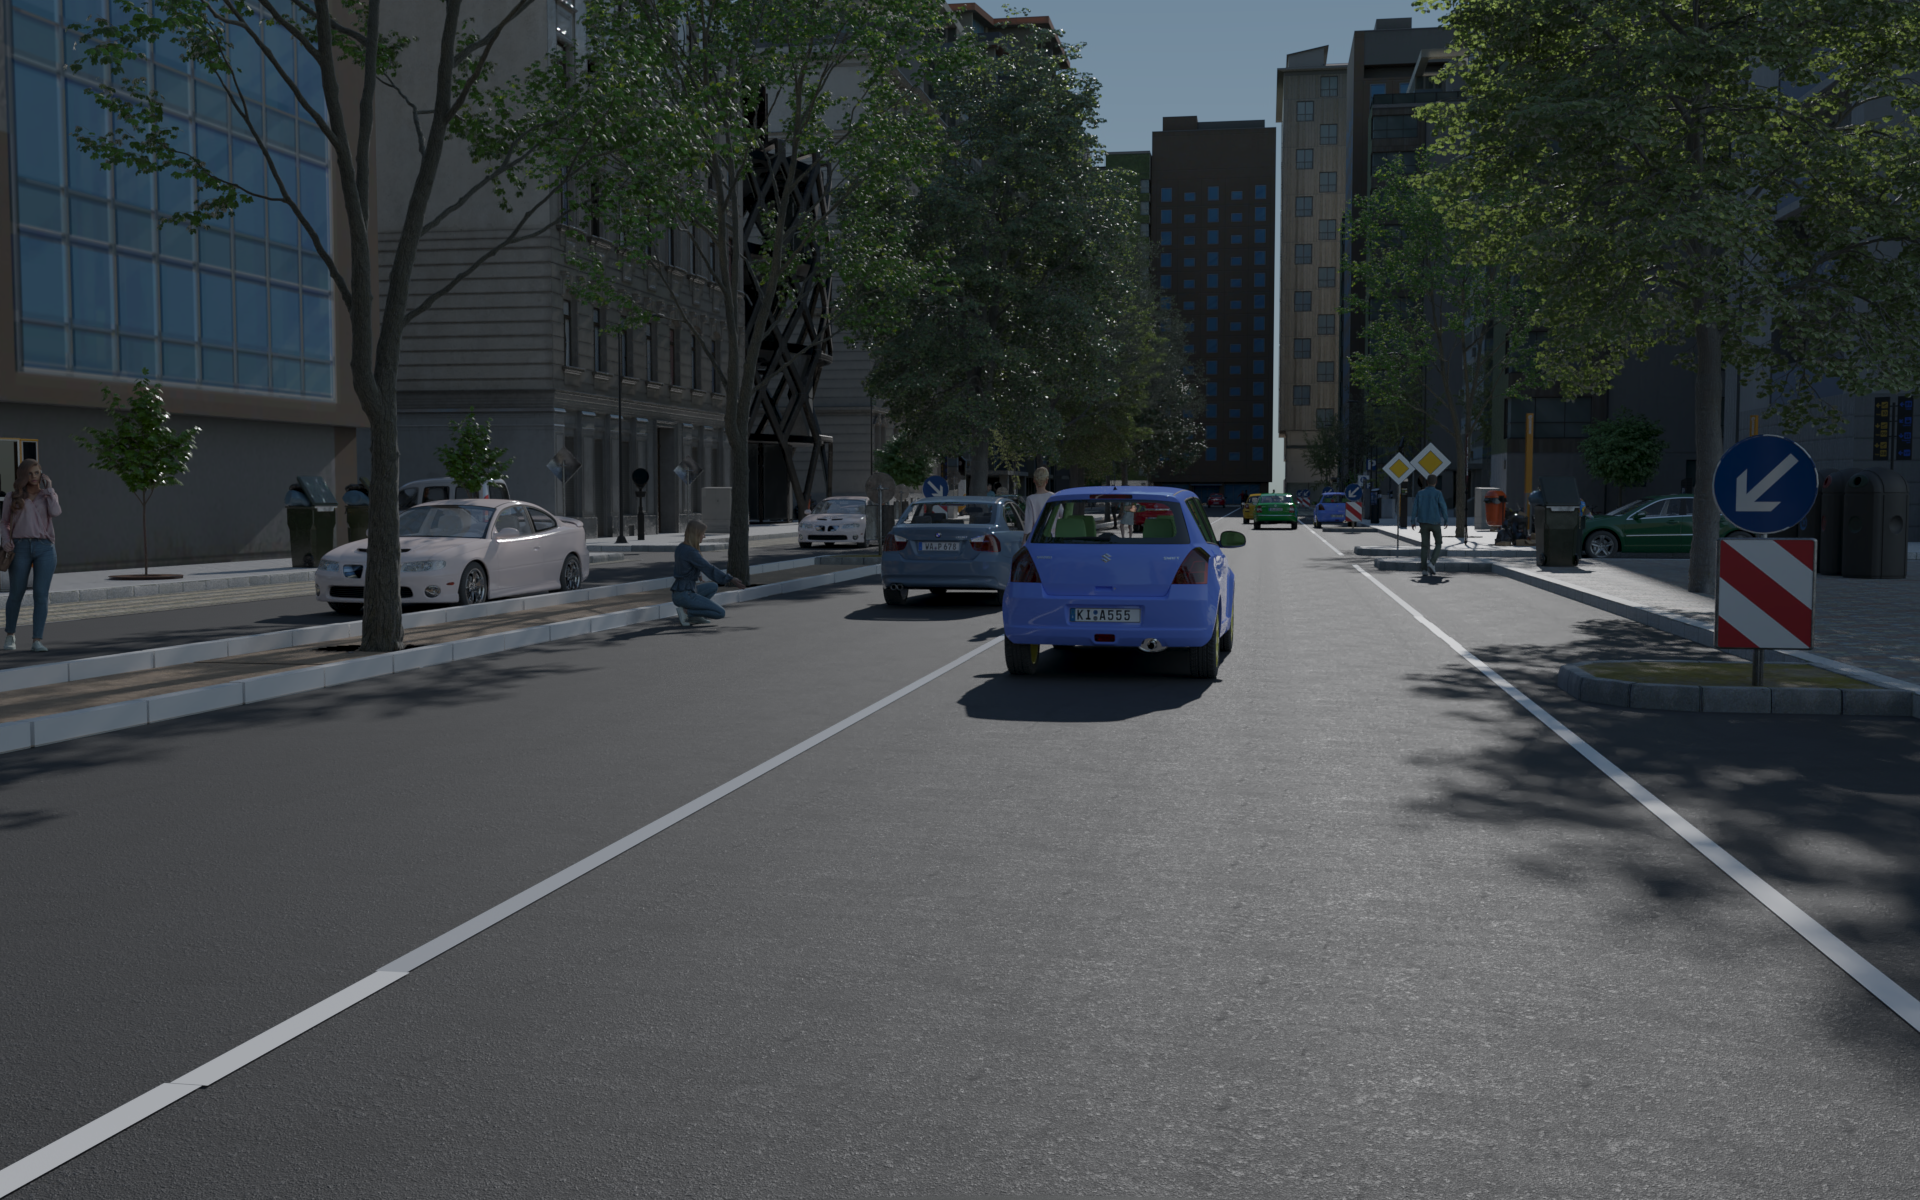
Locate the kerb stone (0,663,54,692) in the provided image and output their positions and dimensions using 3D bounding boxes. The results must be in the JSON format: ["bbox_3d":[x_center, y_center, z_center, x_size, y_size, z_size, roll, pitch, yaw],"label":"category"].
[{"bbox_3d":[-6.921,0.583,12.670,0.120,0.150,1.000,1,4,10],"label":"kerb stone"}]

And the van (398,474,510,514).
[{"bbox_3d":[-13.068,-2.157,42.282,4.112,2.044,2.013,1,4,8],"label":"van"}]

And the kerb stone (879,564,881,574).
[{"bbox_3d":[-1.459,-0.569,31.502,0.120,0.150,1.000,1,4,10],"label":"kerb stone"}]

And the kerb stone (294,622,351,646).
[{"bbox_3d":[-6.210,0.336,16.698,0.120,0.150,1.000,1,4,10],"label":"kerb stone"}]

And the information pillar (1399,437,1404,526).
[{"bbox_3d":[17.955,-4.841,70.507,0.183,3.616,0.504,2,4,29],"label":"information pillar"}]

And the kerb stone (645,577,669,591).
[{"bbox_3d":[-4.600,-0.220,25.789,0.120,0.150,1.000,1,4,10],"label":"kerb stone"}]

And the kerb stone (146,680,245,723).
[{"bbox_3d":[-5.030,0.671,11.308,0.120,0.150,1.000,1,4,10],"label":"kerb stone"}]

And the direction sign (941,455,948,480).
[{"bbox_3d":[-0.892,-6.462,97.649,0.379,3.537,0.876,-2,4,-24],"label":"direction sign"}]

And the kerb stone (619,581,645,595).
[{"bbox_3d":[-4.779,-0.158,24.778,0.120,0.150,1.000,1,4,10],"label":"kerb stone"}]

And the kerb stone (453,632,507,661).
[{"bbox_3d":[-4.314,0.419,15.349,0.120,0.150,1.000,1,4,10],"label":"kerb stone"}]

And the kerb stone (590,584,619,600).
[{"bbox_3d":[-4.956,-0.096,23.771,0.120,0.150,1.000,1,4,10],"label":"kerb stone"}]

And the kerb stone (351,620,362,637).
[{"bbox_3d":[-6.035,0.279,17.721,0.120,0.150,1.000,1,4,10],"label":"kerb stone"}]

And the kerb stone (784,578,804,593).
[{"bbox_3d":[-2.525,-0.197,25.438,0.120,0.150,1.000,1,4,10],"label":"kerb stone"}]

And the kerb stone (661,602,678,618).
[{"bbox_3d":[-3.420,0.113,20.388,0.120,0.150,1.000,1,4,10],"label":"kerb stone"}]

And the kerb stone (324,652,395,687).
[{"bbox_3d":[-4.672,0.542,13.328,0.120,0.150,1.000,1,4,10],"label":"kerb stone"}]

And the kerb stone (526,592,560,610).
[{"bbox_3d":[-5.315,0.027,21.755,0.120,0.150,1.000,1,4,10],"label":"kerb stone"}]

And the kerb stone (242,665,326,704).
[{"bbox_3d":[-4.847,0.604,12.315,0.120,0.150,1.000,1,4,10],"label":"kerb stone"}]

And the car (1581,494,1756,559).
[{"bbox_3d":[15.290,-1.585,37.714,4.920,1.459,2.131,0,4,8],"label":"car"}]

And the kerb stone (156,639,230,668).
[{"bbox_3d":[-6.562,0.460,14.682,0.120,0.150,1.000,1,4,10],"label":"kerb stone"}]

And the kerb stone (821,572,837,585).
[{"bbox_3d":[-2.178,-0.316,27.462,0.120,0.150,1.000,1,4,10],"label":"kerb stone"}]

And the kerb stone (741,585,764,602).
[{"bbox_3d":[-2.890,-0.069,23.413,0.120,0.150,1.000,1,4,10],"label":"kerb stone"}]

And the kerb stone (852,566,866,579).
[{"bbox_3d":[-1.816,-0.446,29.485,0.120,0.150,1.000,1,4,10],"label":"kerb stone"}]

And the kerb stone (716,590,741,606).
[{"bbox_3d":[-3.076,-0.013,22.408,0.120,0.150,1.000,1,4,10],"label":"kerb stone"}]

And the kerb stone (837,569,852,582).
[{"bbox_3d":[-1.989,-0.384,28.478,0.120,0.150,1.000,1,4,10],"label":"kerb stone"}]

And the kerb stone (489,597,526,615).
[{"bbox_3d":[-5.499,0.088,20.750,0.120,0.150,1.000,1,4,10],"label":"kerb stone"}]

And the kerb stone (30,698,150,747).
[{"bbox_3d":[-5.208,0.732,10.301,0.120,0.150,1.000,1,4,10],"label":"kerb stone"}]

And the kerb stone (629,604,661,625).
[{"bbox_3d":[-3.601,0.173,19.382,0.120,0.150,1.000,1,4,10],"label":"kerb stone"}]

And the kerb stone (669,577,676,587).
[{"bbox_3d":[-4.421,-0.281,26.795,0.120,0.150,1.000,1,4,10],"label":"kerb stone"}]

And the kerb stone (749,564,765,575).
[{"bbox_3d":[-3.718,-0.523,30.828,0.120,0.150,1.000,1,4,10],"label":"kerb stone"}]

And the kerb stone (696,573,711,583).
[{"bbox_3d":[-4.250,-0.343,27.802,0.120,0.150,1.000,1,4,10],"label":"kerb stone"}]

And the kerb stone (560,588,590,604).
[{"bbox_3d":[-5.141,-0.035,22.762,0.120,0.150,1.000,1,4,10],"label":"kerb stone"}]

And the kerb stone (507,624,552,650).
[{"bbox_3d":[-4.139,0.358,16.358,0.120,0.150,1.000,1,4,10],"label":"kerb stone"}]

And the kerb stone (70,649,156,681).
[{"bbox_3d":[-6.744,0.523,13.676,0.120,0.150,1.000,1,4,10],"label":"kerb stone"}]

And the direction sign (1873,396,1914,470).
[{"bbox_3d":[21.636,-2.949,40.216,0.379,3.537,0.876,-3,4,-36],"label":"direction sign"}]

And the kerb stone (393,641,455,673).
[{"bbox_3d":[-4.493,0.480,14.342,0.120,0.150,1.000,1,4,10],"label":"kerb stone"}]

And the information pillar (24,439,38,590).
[{"bbox_3d":[-12.585,-1.147,23.252,0.304,2.012,0.304,1,4,14],"label":"information pillar"}]

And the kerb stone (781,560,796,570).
[{"bbox_3d":[-3.353,-0.652,32.852,0.120,0.150,1.000,1,4,10],"label":"kerb stone"}]

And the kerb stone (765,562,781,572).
[{"bbox_3d":[-3.533,-0.590,31.837,0.120,0.150,1.000,1,4,10],"label":"kerb stone"}]

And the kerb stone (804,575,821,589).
[{"bbox_3d":[-2.351,-0.260,26.448,0.120,0.150,1.000,1,4,10],"label":"kerb stone"}]

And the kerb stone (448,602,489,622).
[{"bbox_3d":[-5.672,0.151,19.736,0.120,0.150,1.000,1,4,10],"label":"kerb stone"}]

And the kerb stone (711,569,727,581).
[{"bbox_3d":[-4.066,-0.404,28.808,0.120,0.150,1.000,1,4,10],"label":"kerb stone"}]

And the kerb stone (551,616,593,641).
[{"bbox_3d":[-3.958,0.297,17.369,0.120,0.150,1.000,1,4,10],"label":"kerb stone"}]

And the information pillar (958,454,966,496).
[{"bbox_3d":[0.106,-6.636,99.855,0.504,3.616,0.183,2,4,34],"label":"information pillar"}]

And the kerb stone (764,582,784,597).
[{"bbox_3d":[-2.717,-0.132,24.420,0.120,0.150,1.000,1,4,10],"label":"kerb stone"}]

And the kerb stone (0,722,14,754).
[{"bbox_3d":[-5.391,0.793,9.290,0.120,0.150,1.000,1,4,10],"label":"kerb stone"}]

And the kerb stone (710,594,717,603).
[{"bbox_3d":[-3.252,0.049,21.401,0.120,0.150,1.000,1,4,10],"label":"kerb stone"}]

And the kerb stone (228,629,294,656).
[{"bbox_3d":[-6.385,0.398,15.688,0.120,0.150,1.000,1,4,10],"label":"kerb stone"}]

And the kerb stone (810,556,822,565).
[{"bbox_3d":[-3.008,-0.772,34.872,0.120,0.150,1.000,1,4,10],"label":"kerb stone"}]

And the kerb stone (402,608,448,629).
[{"bbox_3d":[-5.852,0.212,18.726,0.120,0.150,1.000,1,4,10],"label":"kerb stone"}]

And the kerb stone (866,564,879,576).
[{"bbox_3d":[-1.648,-0.508,30.493,0.120,0.150,1.000,1,4,10],"label":"kerb stone"}]

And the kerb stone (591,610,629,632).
[{"bbox_3d":[-3.775,0.235,18.375,0.120,0.150,1.000,1,4,10],"label":"kerb stone"}]

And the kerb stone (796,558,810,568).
[{"bbox_3d":[-3.173,-0.714,33.863,0.120,0.150,1.000,1,4,10],"label":"kerb stone"}]

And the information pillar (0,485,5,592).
[{"bbox_3d":[-12.506,-1.115,22.729,0.304,2.012,0.304,-3,5,-41],"label":"information pillar"}]

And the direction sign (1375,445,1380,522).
[{"bbox_3d":[19.103,-5.351,79.484,0.379,3.537,0.876,1,4,12],"label":"direction sign"}]
